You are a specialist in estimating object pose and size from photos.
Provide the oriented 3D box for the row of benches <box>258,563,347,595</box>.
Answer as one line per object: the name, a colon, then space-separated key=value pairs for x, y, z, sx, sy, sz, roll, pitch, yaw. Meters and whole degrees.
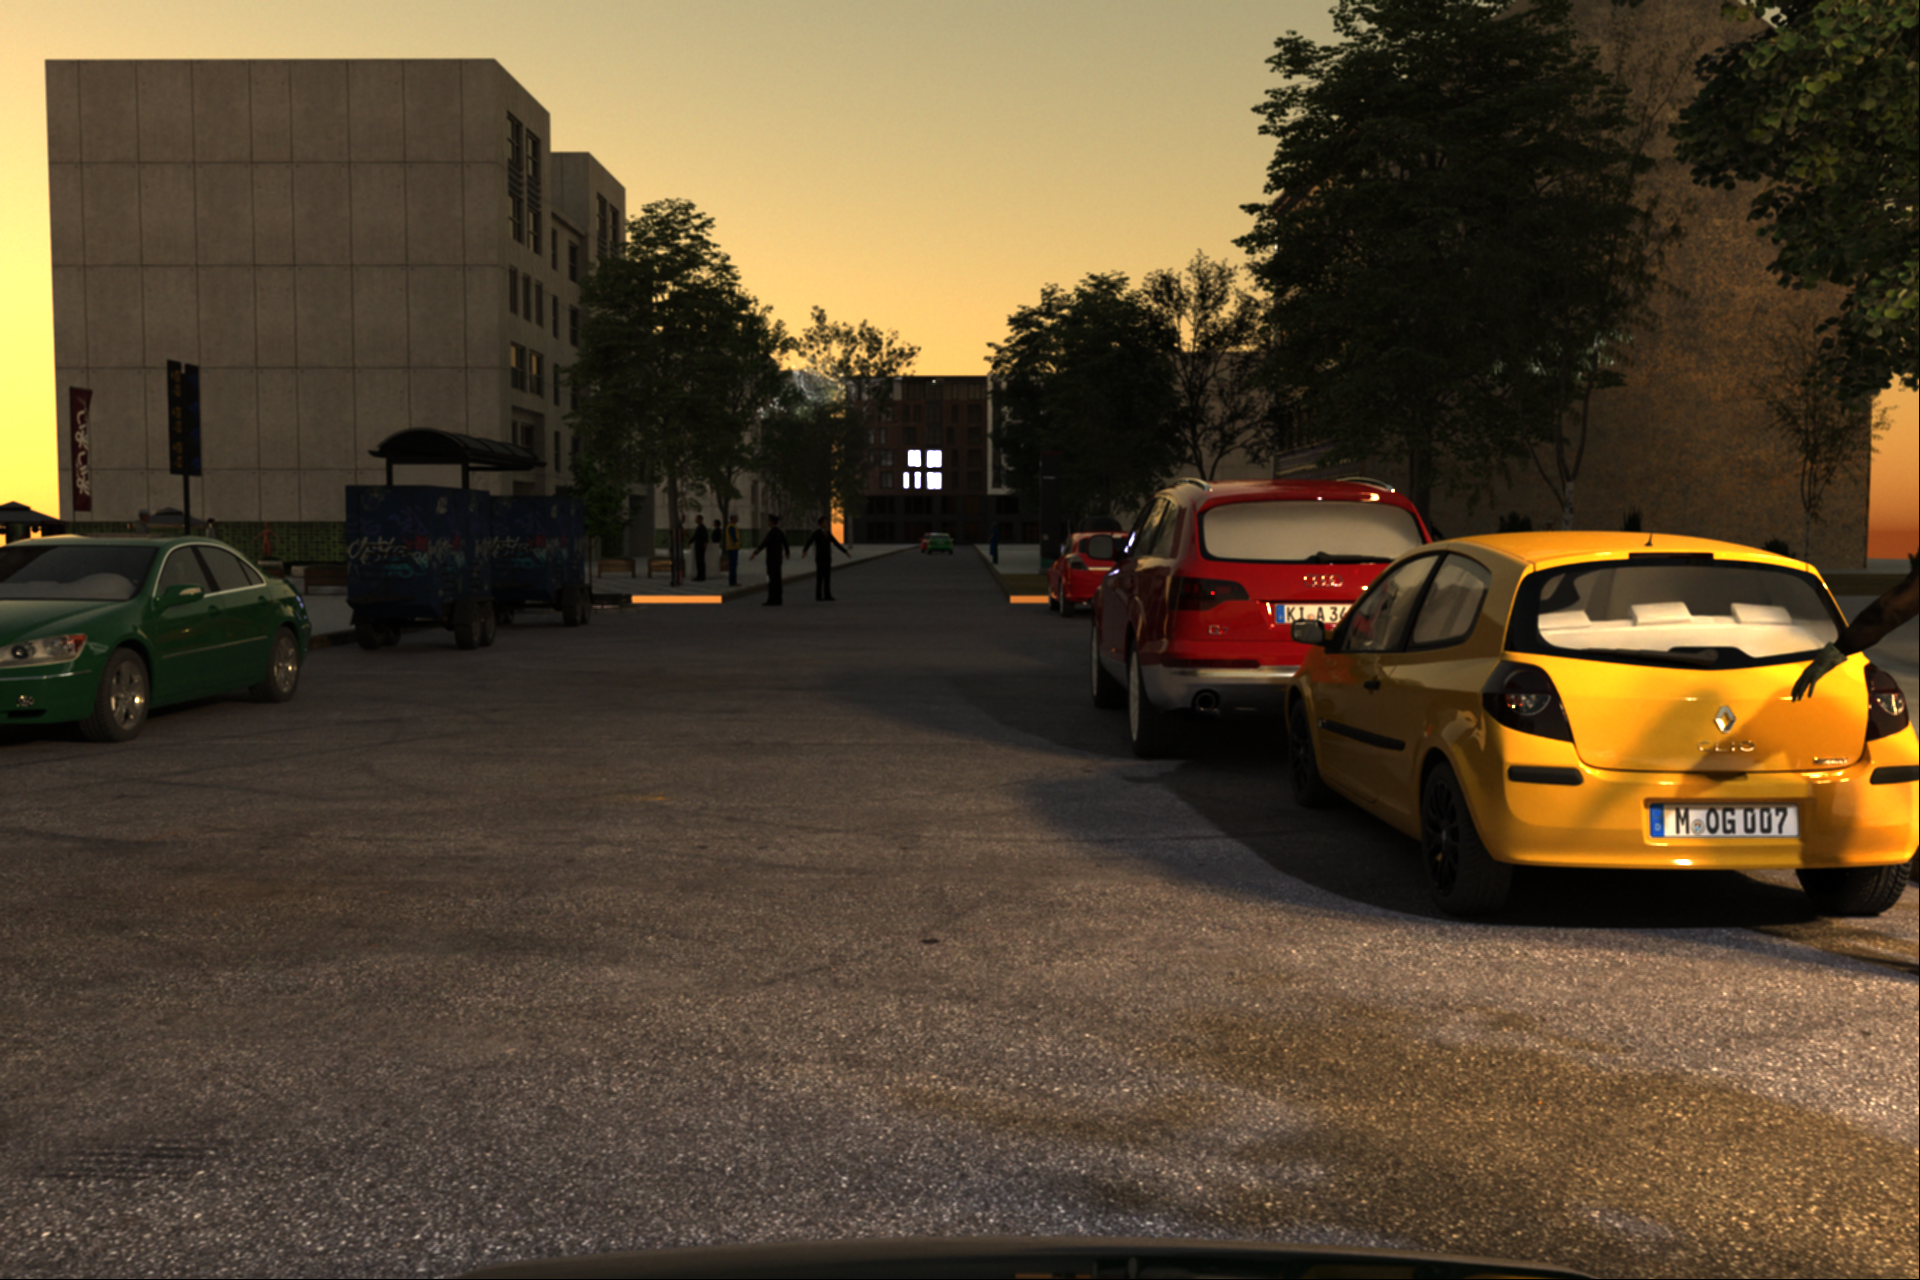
row of benches: x=-13.394 y=-1.324 z=37.104 sx=4.104 sy=0.672 sz=1.422 roll=-1 pitch=4 yaw=-21

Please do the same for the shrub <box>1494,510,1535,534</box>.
shrub: x=17.567 y=-3.106 z=54.824 sx=1.661 sy=2.075 sz=1.752 roll=0 pitch=3 yaw=0

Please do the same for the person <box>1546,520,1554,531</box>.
person: x=19.865 y=-3.191 z=58.644 sx=0.721 sy=1.772 sz=1.216 roll=-1 pitch=4 yaw=-11

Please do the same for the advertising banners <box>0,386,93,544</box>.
advertising banners: x=-10.514 y=-1.459 z=20.046 sx=0.090 sy=3.025 sz=2.074 roll=0 pitch=4 yaw=0

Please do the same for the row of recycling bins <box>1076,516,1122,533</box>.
row of recycling bins: x=3.188 y=-2.035 z=40.393 sx=1.069 sy=1.692 sz=3.534 roll=0 pitch=4 yaw=1

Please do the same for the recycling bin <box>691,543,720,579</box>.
recycling bin: x=-7.284 y=-2.265 z=49.592 sx=0.722 sy=1.027 sz=0.722 roll=0 pitch=4 yaw=2

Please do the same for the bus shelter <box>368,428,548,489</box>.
bus shelter: x=-10.214 y=-2.560 z=35.785 sx=2.014 sy=3.302 sz=5.546 roll=0 pitch=4 yaw=1

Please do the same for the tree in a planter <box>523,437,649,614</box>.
tree in a planter: x=-6.854 y=-2.129 z=32.039 sx=1.991 sy=3.239 sz=1.994 roll=0 pitch=4 yaw=1

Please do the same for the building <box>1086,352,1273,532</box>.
building: x=22.433 y=-18.959 z=176.432 sx=16.747 sy=18.905 sz=31.486 roll=0 pitch=4 yaw=0

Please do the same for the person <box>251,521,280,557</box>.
person: x=-24.633 y=-3.344 z=61.475 sx=1.217 sy=1.733 sz=0.721 roll=1 pitch=4 yaw=16

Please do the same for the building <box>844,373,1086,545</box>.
building: x=1.473 y=-23.604 z=232.357 sx=32.646 sy=21.610 sz=27.936 roll=0 pitch=4 yaw=1

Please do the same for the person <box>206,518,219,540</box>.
person: x=-24.970 y=-3.161 z=57.871 sx=0.705 sy=1.806 sz=1.347 roll=-1 pitch=4 yaw=-9

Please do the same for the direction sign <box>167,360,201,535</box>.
direction sign: x=-10.274 y=-1.897 z=23.010 sx=0.379 sy=3.537 sz=0.876 roll=0 pitch=4 yaw=0

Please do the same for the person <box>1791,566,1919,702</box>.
person: x=3.334 y=0.191 z=5.469 sx=1.346 sy=1.812 sz=0.704 roll=0 pitch=4 yaw=-2

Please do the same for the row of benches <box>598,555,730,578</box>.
row of benches: x=-8.535 y=-2.165 z=50.867 sx=4.104 sy=0.672 sz=1.422 roll=-1 pitch=4 yaw=-13

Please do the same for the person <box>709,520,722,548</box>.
person: x=-7.880 y=-2.988 z=55.575 sx=0.721 sy=1.740 sz=1.216 roll=0 pitch=4 yaw=6

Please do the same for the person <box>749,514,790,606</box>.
person: x=-3.756 y=-1.612 z=34.750 sx=0.705 sy=1.837 sz=1.347 roll=2 pitch=4 yaw=28

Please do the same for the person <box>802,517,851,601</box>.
person: x=-2.913 y=-1.748 z=37.216 sx=0.705 sy=1.806 sz=1.347 roll=3 pitch=5 yaw=45

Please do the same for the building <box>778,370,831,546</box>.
building: x=-24.936 y=-20.575 z=202.856 sx=16.747 sy=18.905 sz=31.486 roll=0 pitch=4 yaw=1

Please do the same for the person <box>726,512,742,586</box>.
person: x=-5.551 y=-2.244 z=42.658 sx=0.705 sy=1.833 sz=1.349 roll=-1 pitch=4 yaw=-11

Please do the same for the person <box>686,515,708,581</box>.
person: x=-7.126 y=-2.512 z=47.303 sx=0.704 sy=1.802 sz=1.346 roll=-2 pitch=4 yaw=-30

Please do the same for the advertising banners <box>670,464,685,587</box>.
advertising banners: x=-6.993 y=-2.867 z=43.056 sx=0.090 sy=3.025 sz=2.074 roll=0 pitch=4 yaw=1

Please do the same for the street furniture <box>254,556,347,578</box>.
street furniture: x=-18.245 y=-2.287 z=53.012 sx=10.072 sy=0.657 sz=5.734 roll=-2 pitch=4 yaw=-24

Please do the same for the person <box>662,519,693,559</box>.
person: x=-10.775 y=-3.701 z=66.283 sx=1.354 sy=1.858 sz=0.705 roll=2 pitch=4 yaw=23

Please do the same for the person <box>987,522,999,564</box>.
person: x=1.453 y=-4.140 z=73.817 sx=0.704 sy=1.817 sz=1.347 roll=1 pitch=4 yaw=17

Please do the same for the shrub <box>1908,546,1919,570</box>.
shrub: x=24.265 y=-1.968 z=43.294 sx=1.383 sy=1.207 sz=1.383 roll=0 pitch=3 yaw=0

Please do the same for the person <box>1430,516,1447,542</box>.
person: x=14.587 y=-2.949 z=53.993 sx=1.354 sy=1.856 sz=0.705 roll=1 pitch=4 yaw=18

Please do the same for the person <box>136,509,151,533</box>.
person: x=-18.455 y=-2.043 z=39.262 sx=0.705 sy=1.847 sz=1.347 roll=-1 pitch=4 yaw=-13

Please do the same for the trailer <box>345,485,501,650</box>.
trailer: x=-6.702 y=-0.855 z=21.024 sx=1.471 sy=1.999 sz=3.904 roll=0 pitch=4 yaw=0

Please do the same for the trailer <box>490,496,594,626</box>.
trailer: x=-6.620 y=-1.185 z=26.426 sx=1.471 sy=1.999 sz=3.904 roll=0 pitch=4 yaw=0

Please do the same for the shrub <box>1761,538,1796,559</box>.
shrub: x=21.763 y=-2.147 z=46.224 sx=1.383 sy=1.207 sz=1.383 roll=0 pitch=3 yaw=0
